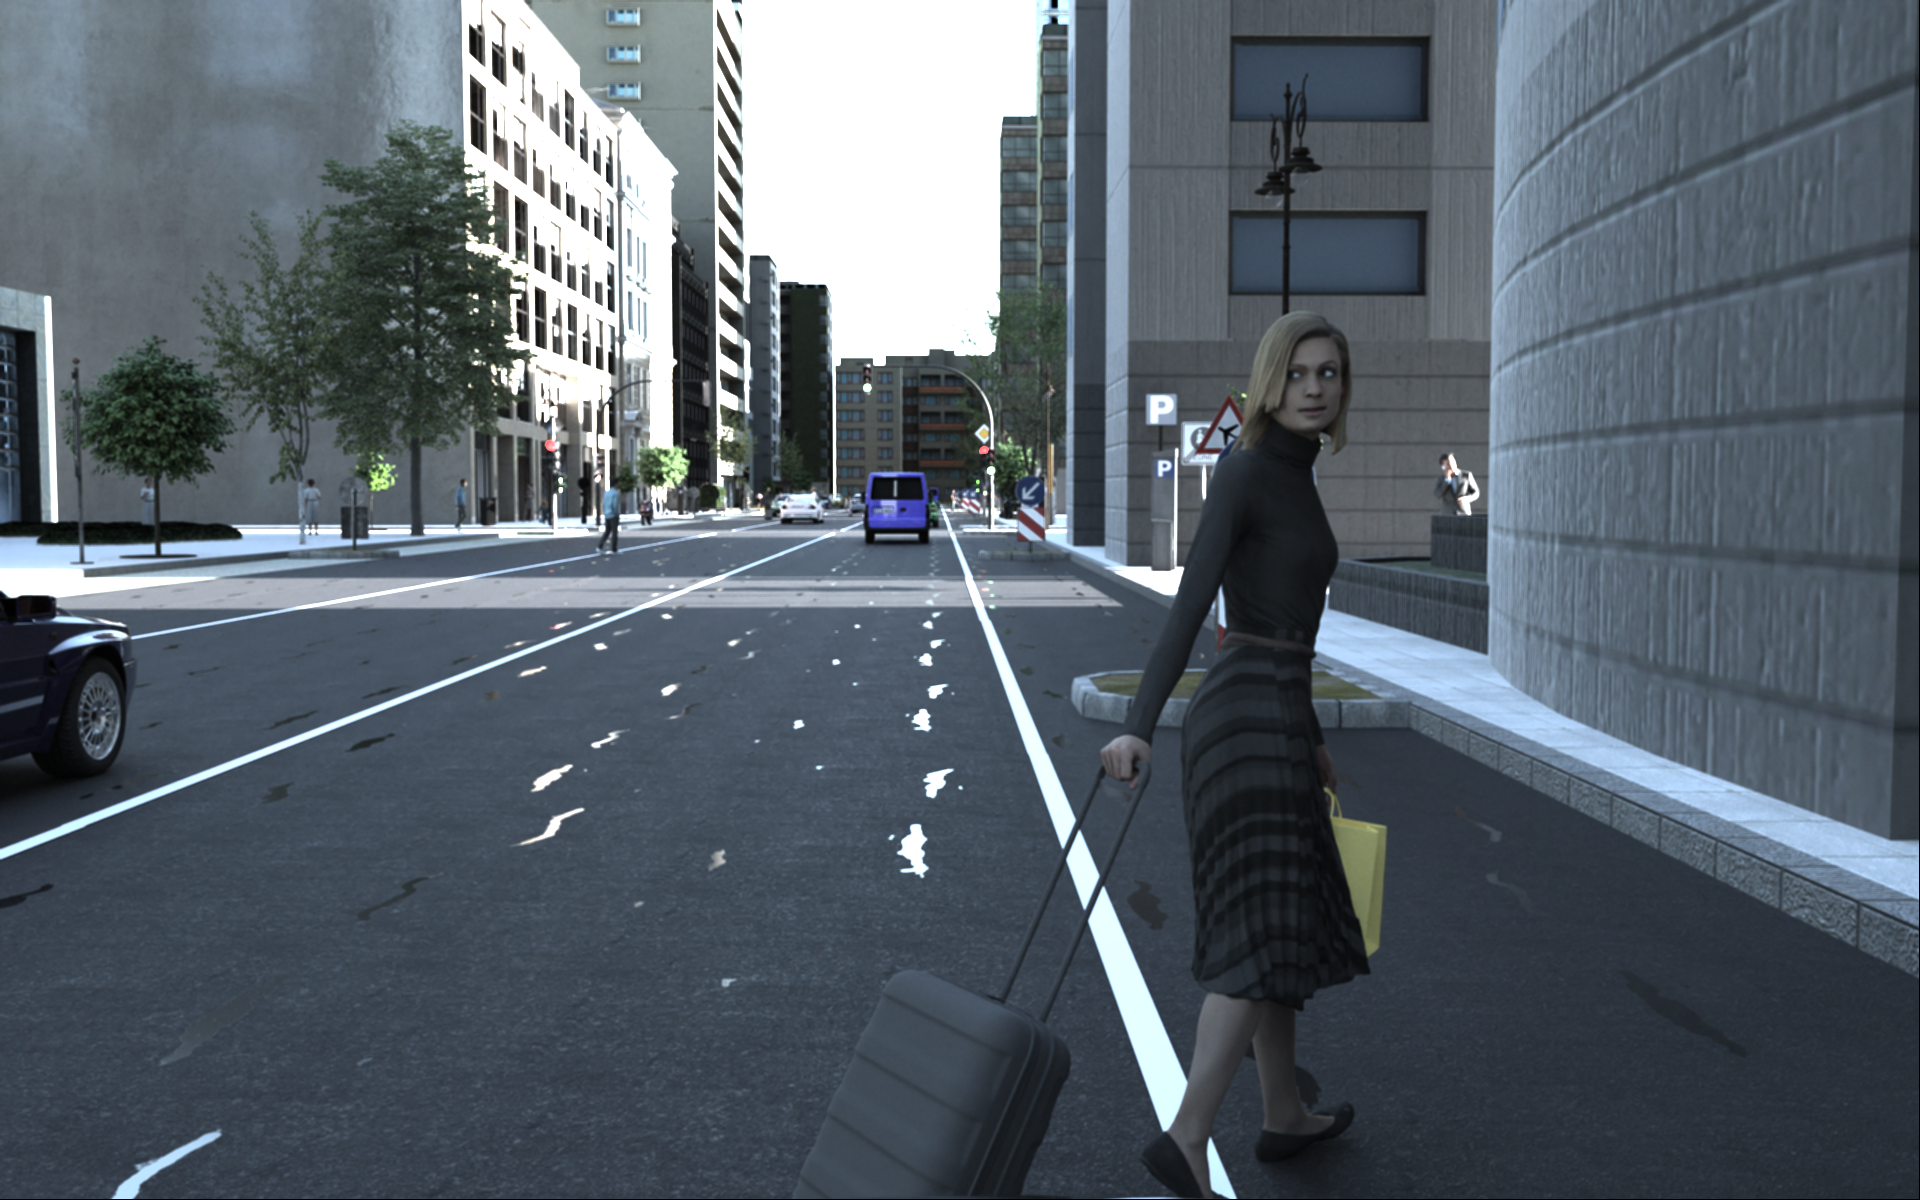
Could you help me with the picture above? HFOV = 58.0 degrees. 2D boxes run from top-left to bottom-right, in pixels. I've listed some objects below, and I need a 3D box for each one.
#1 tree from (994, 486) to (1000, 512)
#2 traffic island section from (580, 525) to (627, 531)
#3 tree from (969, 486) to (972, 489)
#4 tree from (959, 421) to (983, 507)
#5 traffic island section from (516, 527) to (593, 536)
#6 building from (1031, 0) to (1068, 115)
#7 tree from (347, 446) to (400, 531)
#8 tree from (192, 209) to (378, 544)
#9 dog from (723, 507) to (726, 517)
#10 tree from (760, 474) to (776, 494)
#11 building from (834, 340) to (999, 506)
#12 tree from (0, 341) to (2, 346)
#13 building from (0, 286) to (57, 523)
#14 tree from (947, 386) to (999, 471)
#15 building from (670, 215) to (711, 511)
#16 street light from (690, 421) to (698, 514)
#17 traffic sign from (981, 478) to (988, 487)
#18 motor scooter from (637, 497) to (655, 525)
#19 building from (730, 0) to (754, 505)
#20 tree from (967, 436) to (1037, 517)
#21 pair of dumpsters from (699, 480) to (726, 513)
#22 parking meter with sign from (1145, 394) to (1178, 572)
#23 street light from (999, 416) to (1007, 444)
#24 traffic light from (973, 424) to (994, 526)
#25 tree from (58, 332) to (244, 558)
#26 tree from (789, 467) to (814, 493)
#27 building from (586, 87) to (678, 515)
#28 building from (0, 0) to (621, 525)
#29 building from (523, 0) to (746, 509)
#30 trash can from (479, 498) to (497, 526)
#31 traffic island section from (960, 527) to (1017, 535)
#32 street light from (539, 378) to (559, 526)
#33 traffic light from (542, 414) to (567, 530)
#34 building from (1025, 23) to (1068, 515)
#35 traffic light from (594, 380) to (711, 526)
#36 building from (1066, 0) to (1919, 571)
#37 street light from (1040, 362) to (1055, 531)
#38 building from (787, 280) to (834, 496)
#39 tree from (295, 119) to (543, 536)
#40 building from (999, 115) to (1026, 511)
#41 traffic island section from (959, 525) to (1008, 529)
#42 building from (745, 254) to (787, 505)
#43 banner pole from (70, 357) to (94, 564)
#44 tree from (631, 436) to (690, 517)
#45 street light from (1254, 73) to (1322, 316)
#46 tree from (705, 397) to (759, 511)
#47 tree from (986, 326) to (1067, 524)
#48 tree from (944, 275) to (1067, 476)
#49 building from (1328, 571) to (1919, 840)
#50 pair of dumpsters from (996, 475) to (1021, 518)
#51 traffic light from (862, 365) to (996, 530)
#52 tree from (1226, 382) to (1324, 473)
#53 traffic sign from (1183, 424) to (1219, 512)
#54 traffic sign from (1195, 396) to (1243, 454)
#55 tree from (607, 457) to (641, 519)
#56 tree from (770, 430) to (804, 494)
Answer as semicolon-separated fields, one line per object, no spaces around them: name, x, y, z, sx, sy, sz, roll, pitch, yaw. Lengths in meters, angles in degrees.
tree;3.068;-7.940;124.414;1.663;3.219;1.824;0;3;0
traffic island section;-14.450;-2.865;69.124;2.009;0.180;2.903;0;4;-1
tree;2.078;-13.056;208.071;1.663;3.219;1.824;0;3;0
tree;1.940;-13.234;166.735;4.360;8.622;3.978;0;3;0
traffic island section;-14.342;-2.377;61.140;2.009;0.180;2.903;0;4;-1
building;15.894;-52.507;171.160;22.319;86.520;31.000;0;4;-1
tree;-20.439;-4.006;60.099;1.663;3.219;1.824;0;3;0
tree;-17.043;-5.725;43.967;4.737;8.622;4.395;0;3;0
dog;-14.407;-5.303;105.993;0.540;0.507;0.406;3;5;44
tree;-18.334;-10.570;167.414;1.663;3.219;1.824;0;3;0
building;-2.495;-24.479;245.270;28.899;21.520;27.650;0;4;-1
tree;-26.387;-5.724;43.954;4.360;8.622;3.978;0;3;0
building;-45.088;-44.674;43.090;31.000;86.520;22.319;0;4;-1
tree;2.401;-13.195;150.142;7.601;10.594;8.767;-1;4;-23
building;-26.590;-18.615;134.028;12.332;23.373;15.834;0;4;-1
street light;-16.959;-8.417;110.402;0.468;5.910;1.993;0;4;-1
traffic sign;2.073;-8.471;138.600;0.768;2.556;0.104;0;4;6
motor scooter;-14.377;-4.083;79.542;0.815;1.314;1.986;0;4;1
building;-32.511;-53.011;179.396;22.319;86.520;31.000;0;4;-1
tree;2.793;-6.999;98.140;4.285;4.588;4.351;0;3;0
pair of dumpsters;-17.223;-7.204;120.271;1.574;2.255;4.437;0;4;-1
parking meter with sign;3.431;-2.025;29.370;0.543;3.016;1.738;0;4;5
street light;2.563;-7.929;102.424;0.468;5.910;1.993;0;4;-1
traffic light;0.950;-4.911;69.213;0.839;4.253;0.868;0;4;-1
tree;-16.209;-3.141;35.066;4.285;4.588;4.351;0;3;0
tree;-19.417;-13.982;212.317;4.285;4.588;4.351;0;3;0
building;-26.917;-20.163;115.570;13.634;28.700;20.117;0;4;-1
building;-30.144;-17.343;88.079;19.350;26.468;34.151;0;4;-1
building;-31.051;-32.447;154.209;21.300;48.544;21.600;0;4;-1
trash can;-18.726;-3.491;68.725;0.748;1.137;0.748;0;3;0
traffic island section;1.098;-2.389;61.343;2.009;0.180;2.903;0;4;-1
street light;-16.437;-5.904;69.313;0.468;5.910;1.993;0;4;-1
traffic light;-14.302;-4.409;61.006;0.839;4.253;0.868;0;4;-1
building;11.799;-20.725;110.549;14.160;30.474;14.107;0;4;-1
traffic light;-12.319;-5.773;69.054;4.771;5.953;1.251;0;4;-1
building;13.245;-30.636;42.905;21.231;58.520;28.212;0;4;-1
street light;3.073;-5.381;60.773;0.468;5.910;1.993;0;4;-1
building;-24.562;-28.480;237.342;14.107;30.474;14.160;0;4;-1
tree;-16.374;-8.244;52.913;7.486;12.596;7.792;0;3;0
building;9.976;-22.250;135.495;14.160;30.474;14.107;0;4;-1
traffic island section;0.990;-2.877;69.327;2.009;0.180;2.903;0;4;-1
building;-29.037;-26.763;209.281;14.107;30.474;14.160;0;4;-1
banner pole;-16.051;-2.537;31.497;0.401;3.779;0.863;-1;4;-20
tree;-16.953;-7.000;98.160;4.285;4.588;4.351;0;3;0
street light;3.689;-2.866;19.646;0.468;5.910;1.993;0;4;-1
tree;-17.219;-11.008;130.342;4.737;8.622;4.395;0;3;0
tree;3.871;-7.636;75.203;4.360;8.622;3.978;0;3;0
tree;3.352;-9.672;83.896;9.928;11.665;9.643;0;3;0
building;13.906;-28.426;6.766;21.231;58.520;28.212;0;4;-1
pair of dumpsters;2.767;-5.466;91.864;1.574;2.255;4.437;0;4;-1
traffic light;-1.033;-5.284;61.059;4.771;5.953;1.251;0;4;-1
tree;4.693;-1.928;26.119;1.663;3.219;1.824;0;3;0
traffic sign;3.454;-1.378;24.661;0.606;2.300;0.079;0;4;6
traffic sign;3.550;-1.403;22.945;0.884;2.594;0.081;0;4;1
tree;-17.450;-5.893;90.946;1.663;3.219;1.824;0;3;0
tree;-19.279;-14.929;194.451;4.737;8.622;4.395;0;3;0
